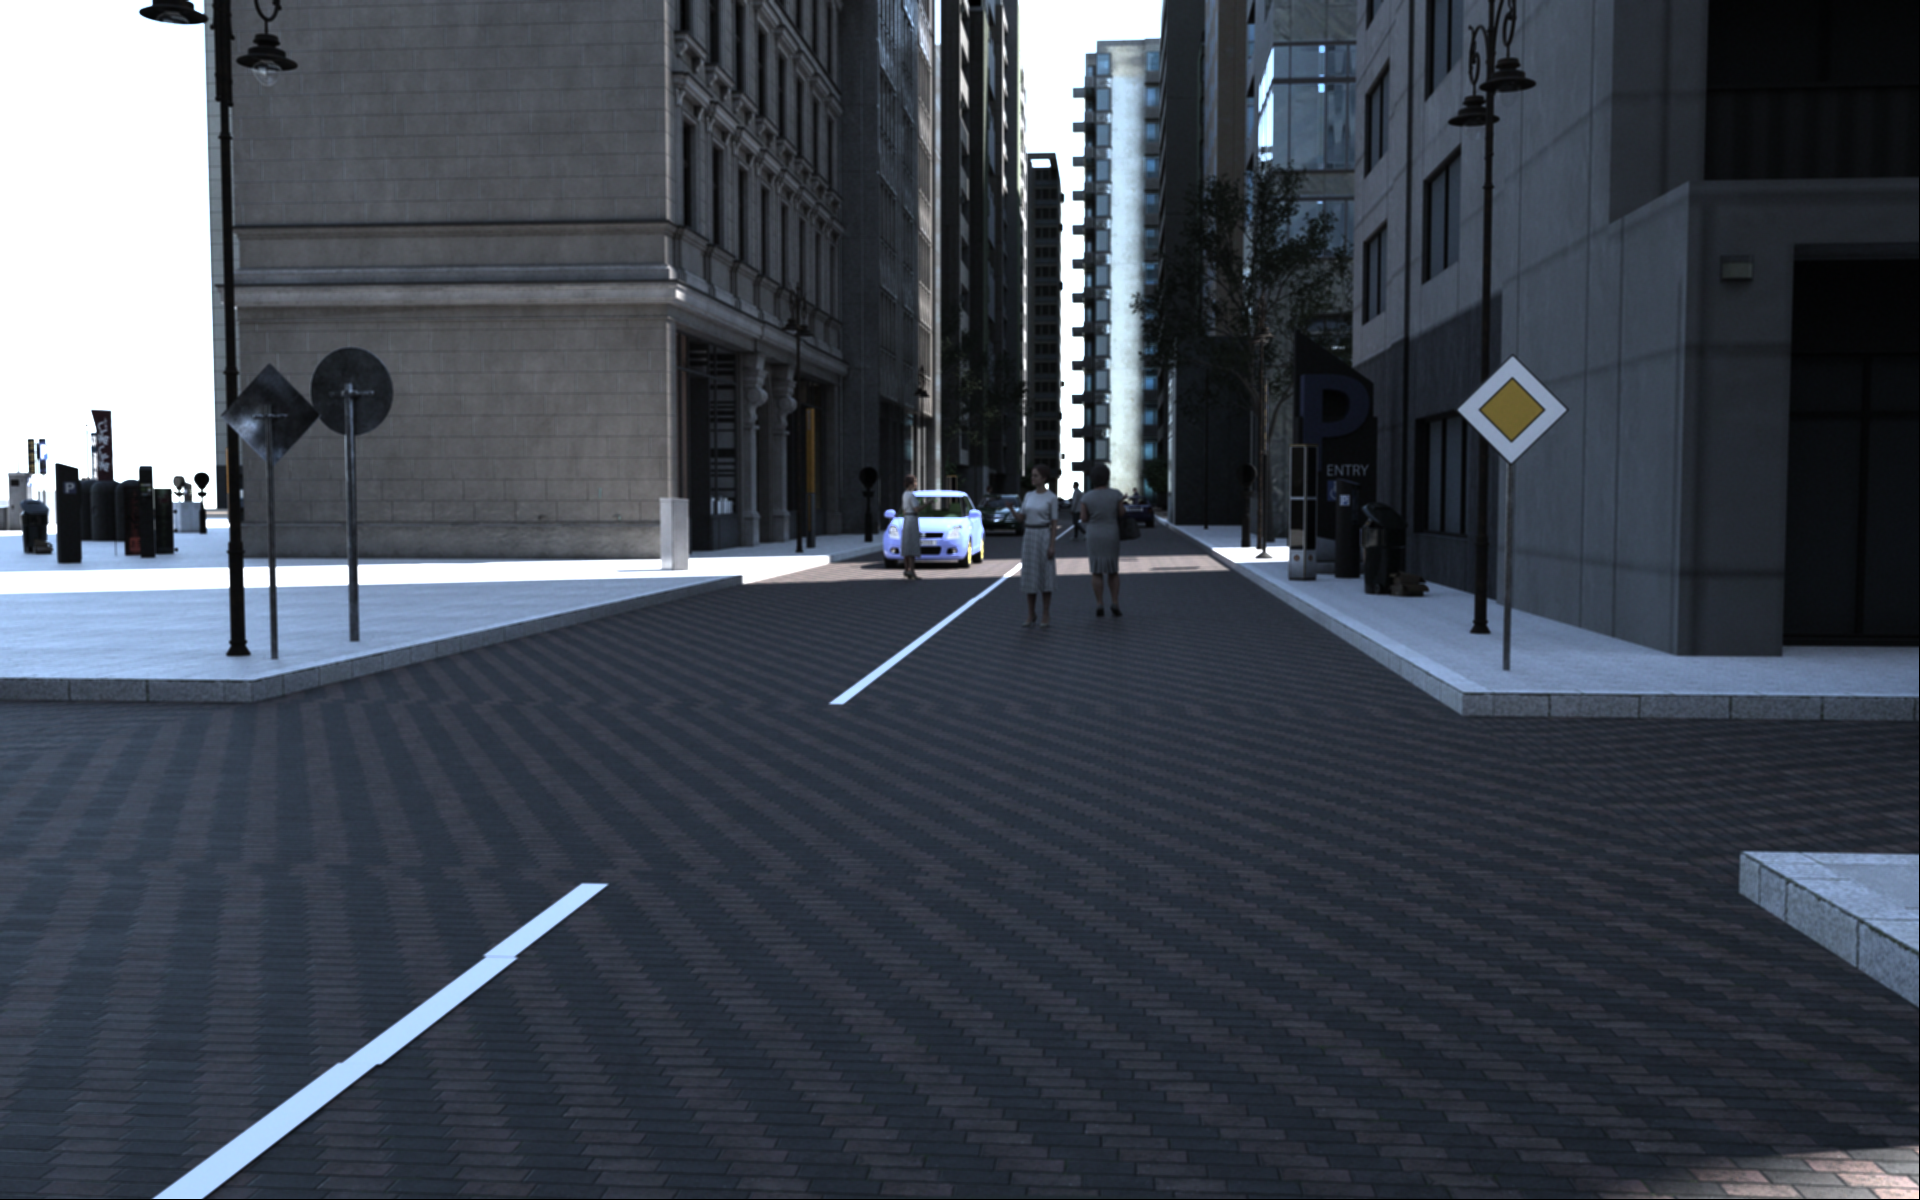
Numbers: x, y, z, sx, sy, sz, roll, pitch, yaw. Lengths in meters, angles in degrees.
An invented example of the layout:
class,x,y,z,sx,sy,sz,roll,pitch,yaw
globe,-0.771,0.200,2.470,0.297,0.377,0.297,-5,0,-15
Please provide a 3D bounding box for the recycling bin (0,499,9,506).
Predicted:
class,x,y,z,sx,sy,sz,roll,pitch,yaw
recycling bin,-47.709,-4.540,86.775,0.722,1.027,0.722,2,4,27

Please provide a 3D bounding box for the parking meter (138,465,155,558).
class,x,y,z,sx,sy,sz,roll,pitch,yaw
parking meter,-16.448,-1.793,35.033,0.255,1.863,0.399,-1,4,-22

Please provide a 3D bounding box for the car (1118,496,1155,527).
class,x,y,z,sx,sy,sz,roll,pitch,yaw
car,7.579,-3.868,75.823,1.945,1.354,3.894,0,4,4

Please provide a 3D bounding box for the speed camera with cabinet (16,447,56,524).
class,x,y,z,sx,sy,sz,roll,pitch,yaw
speed camera with cabinet,-39.448,-4.874,74.021,2.038,3.252,0.660,-2,4,-32

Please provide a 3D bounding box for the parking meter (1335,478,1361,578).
class,x,y,z,sx,sy,sz,roll,pitch,yaw
parking meter,5.944,-1.108,26.526,0.372,1.533,0.369,0,3,0

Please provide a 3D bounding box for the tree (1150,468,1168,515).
class,x,y,z,sx,sy,sz,roll,pitch,yaw
tree,12.982,-6.801,105.791,1.663,3.219,1.824,0,3,0

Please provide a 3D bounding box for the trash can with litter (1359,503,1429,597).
class,x,y,z,sx,sy,sz,roll,pitch,yaw
trash can with litter,5.580,-0.654,22.078,0.624,1.170,1.055,-2,4,-25

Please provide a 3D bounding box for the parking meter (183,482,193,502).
class,x,y,z,sx,sy,sz,roll,pitch,yaw
parking meter,-37.305,-4.772,83.730,0.399,1.863,0.255,2,4,27

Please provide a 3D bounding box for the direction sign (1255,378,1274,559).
class,x,y,z,sx,sy,sz,roll,pitch,yaw
direction sign,6.043,-2.587,34.302,0.379,3.537,0.876,1,4,14

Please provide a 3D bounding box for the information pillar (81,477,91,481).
class,x,y,z,sx,sy,sz,roll,pitch,yaw
information pillar,-38.038,-4.338,75.426,0.304,2.012,0.304,0,4,7

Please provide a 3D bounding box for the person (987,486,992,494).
class,x,y,z,sx,sy,sz,roll,pitch,yaw
person,1.258,-3.625,68.343,0.524,1.755,0.480,0,4,-3

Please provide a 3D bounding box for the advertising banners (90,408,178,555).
class,x,y,z,sx,sy,sz,roll,pitch,yaw
advertising banners,-17.350,-2.459,36.400,0.090,3.025,2.074,2,4,24

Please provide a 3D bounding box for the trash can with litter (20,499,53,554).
class,x,y,z,sx,sy,sz,roll,pitch,yaw
trash can with litter,-19.858,-1.591,37.406,0.624,1.170,1.055,-3,5,-45

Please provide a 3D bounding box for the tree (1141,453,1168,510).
class,x,y,z,sx,sy,sz,roll,pitch,yaw
tree,15.956,-9.398,137.363,4.285,4.588,4.351,0,3,0

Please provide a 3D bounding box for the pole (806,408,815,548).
class,x,y,z,sx,sy,sz,roll,pitch,yaw
pole,-3.549,-2.893,41.143,0.158,3.312,0.155,0,3,0

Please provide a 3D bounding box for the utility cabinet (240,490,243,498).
class,x,y,z,sx,sy,sz,roll,pitch,yaw
utility cabinet,-36.927,-4.972,89.976,1.173,1.500,0.318,1,4,10

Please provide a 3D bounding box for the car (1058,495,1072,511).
class,x,y,z,sx,sy,sz,roll,pitch,yaw
car,9.122,-8.348,149.065,1.945,1.354,3.894,0,4,6

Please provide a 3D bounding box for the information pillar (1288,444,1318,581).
class,x,y,z,sx,sy,sz,roll,pitch,yaw
information pillar,5.100,-1.299,25.738,0.304,2.012,0.304,-3,5,-43

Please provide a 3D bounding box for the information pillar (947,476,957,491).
class,x,y,z,sx,sy,sz,roll,pitch,yaw
information pillar,-0.334,-4.009,70.040,0.304,2.012,0.304,-2,4,-32

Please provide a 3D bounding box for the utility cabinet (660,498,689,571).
class,x,y,z,sx,sy,sz,roll,pitch,yaw
utility cabinet,-4.821,-1.108,29.276,0.306,1.237,1.020,-1,4,-21

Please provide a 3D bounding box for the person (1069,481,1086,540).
class,x,y,z,sx,sy,sz,roll,pitch,yaw
person,3.716,-2.783,53.842,0.795,1.843,0.661,2,4,34

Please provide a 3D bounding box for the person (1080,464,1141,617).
class,x,y,z,sx,sy,sz,roll,pitch,yaw
person,1.769,-0.705,20.390,0.716,1.782,0.532,0,4,4

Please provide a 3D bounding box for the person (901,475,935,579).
class,x,y,z,sx,sy,sz,roll,pitch,yaw
person,-0.738,-1.229,29.161,0.524,1.755,0.480,-2,4,-27

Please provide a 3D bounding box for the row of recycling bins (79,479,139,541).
class,x,y,z,sx,sy,sz,roll,pitch,yaw
row of recycling bins,-23.692,-2.493,47.880,3.534,1.692,1.069,2,4,33

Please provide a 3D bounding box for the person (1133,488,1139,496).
class,x,y,z,sx,sy,sz,roll,pitch,yaw
person,9.400,-5.197,93.916,0.568,1.767,0.683,1,4,20

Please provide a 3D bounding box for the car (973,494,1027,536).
class,x,y,z,sx,sy,sz,roll,pitch,yaw
car,1.425,-3.026,61.281,2.131,1.459,4.920,0,4,6

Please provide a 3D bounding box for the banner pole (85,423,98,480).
class,x,y,z,sx,sy,sz,roll,pitch,yaw
banner pole,-30.917,-4.387,61.738,0.401,3.779,0.863,1,4,11

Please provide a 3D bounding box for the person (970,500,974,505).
class,x,y,z,sx,sy,sz,roll,pitch,yaw
person,0.237,-2.270,50.299,0.352,1.250,0.332,1,4,13

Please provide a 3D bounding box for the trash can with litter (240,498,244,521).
class,x,y,z,sx,sy,sz,roll,pitch,yaw
trash can with litter,-23.023,-2.716,55.792,0.624,1.170,1.055,-1,4,-19

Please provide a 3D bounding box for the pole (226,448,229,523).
class,x,y,z,sx,sy,sz,roll,pitch,yaw
pole,-32.297,-5.058,76.546,0.158,3.312,0.155,0,3,0

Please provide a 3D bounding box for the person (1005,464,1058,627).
class,x,y,z,sx,sy,sz,roll,pitch,yaw
person,0.790,-0.586,18.658,0.480,1.755,0.524,2,4,30

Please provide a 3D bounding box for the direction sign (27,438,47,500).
class,x,y,z,sx,sy,sz,roll,pitch,yaw
direction sign,-37.393,-4.785,70.231,0.876,3.537,0.379,1,4,12

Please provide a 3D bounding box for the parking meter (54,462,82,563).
class,x,y,z,sx,sy,sz,roll,pitch,yaw
parking meter,-16.580,-1.622,32.229,0.399,1.863,0.255,-3,5,-45

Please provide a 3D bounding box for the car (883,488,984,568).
class,x,y,z,sx,sy,sz,roll,pitch,yaw
car,-0.500,-1.543,34.820,1.945,1.707,3.694,0,4,6

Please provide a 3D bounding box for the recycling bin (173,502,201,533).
class,x,y,z,sx,sy,sz,roll,pitch,yaw
recycling bin,-25.902,-2.779,57.994,0.722,1.027,0.722,3,5,41
